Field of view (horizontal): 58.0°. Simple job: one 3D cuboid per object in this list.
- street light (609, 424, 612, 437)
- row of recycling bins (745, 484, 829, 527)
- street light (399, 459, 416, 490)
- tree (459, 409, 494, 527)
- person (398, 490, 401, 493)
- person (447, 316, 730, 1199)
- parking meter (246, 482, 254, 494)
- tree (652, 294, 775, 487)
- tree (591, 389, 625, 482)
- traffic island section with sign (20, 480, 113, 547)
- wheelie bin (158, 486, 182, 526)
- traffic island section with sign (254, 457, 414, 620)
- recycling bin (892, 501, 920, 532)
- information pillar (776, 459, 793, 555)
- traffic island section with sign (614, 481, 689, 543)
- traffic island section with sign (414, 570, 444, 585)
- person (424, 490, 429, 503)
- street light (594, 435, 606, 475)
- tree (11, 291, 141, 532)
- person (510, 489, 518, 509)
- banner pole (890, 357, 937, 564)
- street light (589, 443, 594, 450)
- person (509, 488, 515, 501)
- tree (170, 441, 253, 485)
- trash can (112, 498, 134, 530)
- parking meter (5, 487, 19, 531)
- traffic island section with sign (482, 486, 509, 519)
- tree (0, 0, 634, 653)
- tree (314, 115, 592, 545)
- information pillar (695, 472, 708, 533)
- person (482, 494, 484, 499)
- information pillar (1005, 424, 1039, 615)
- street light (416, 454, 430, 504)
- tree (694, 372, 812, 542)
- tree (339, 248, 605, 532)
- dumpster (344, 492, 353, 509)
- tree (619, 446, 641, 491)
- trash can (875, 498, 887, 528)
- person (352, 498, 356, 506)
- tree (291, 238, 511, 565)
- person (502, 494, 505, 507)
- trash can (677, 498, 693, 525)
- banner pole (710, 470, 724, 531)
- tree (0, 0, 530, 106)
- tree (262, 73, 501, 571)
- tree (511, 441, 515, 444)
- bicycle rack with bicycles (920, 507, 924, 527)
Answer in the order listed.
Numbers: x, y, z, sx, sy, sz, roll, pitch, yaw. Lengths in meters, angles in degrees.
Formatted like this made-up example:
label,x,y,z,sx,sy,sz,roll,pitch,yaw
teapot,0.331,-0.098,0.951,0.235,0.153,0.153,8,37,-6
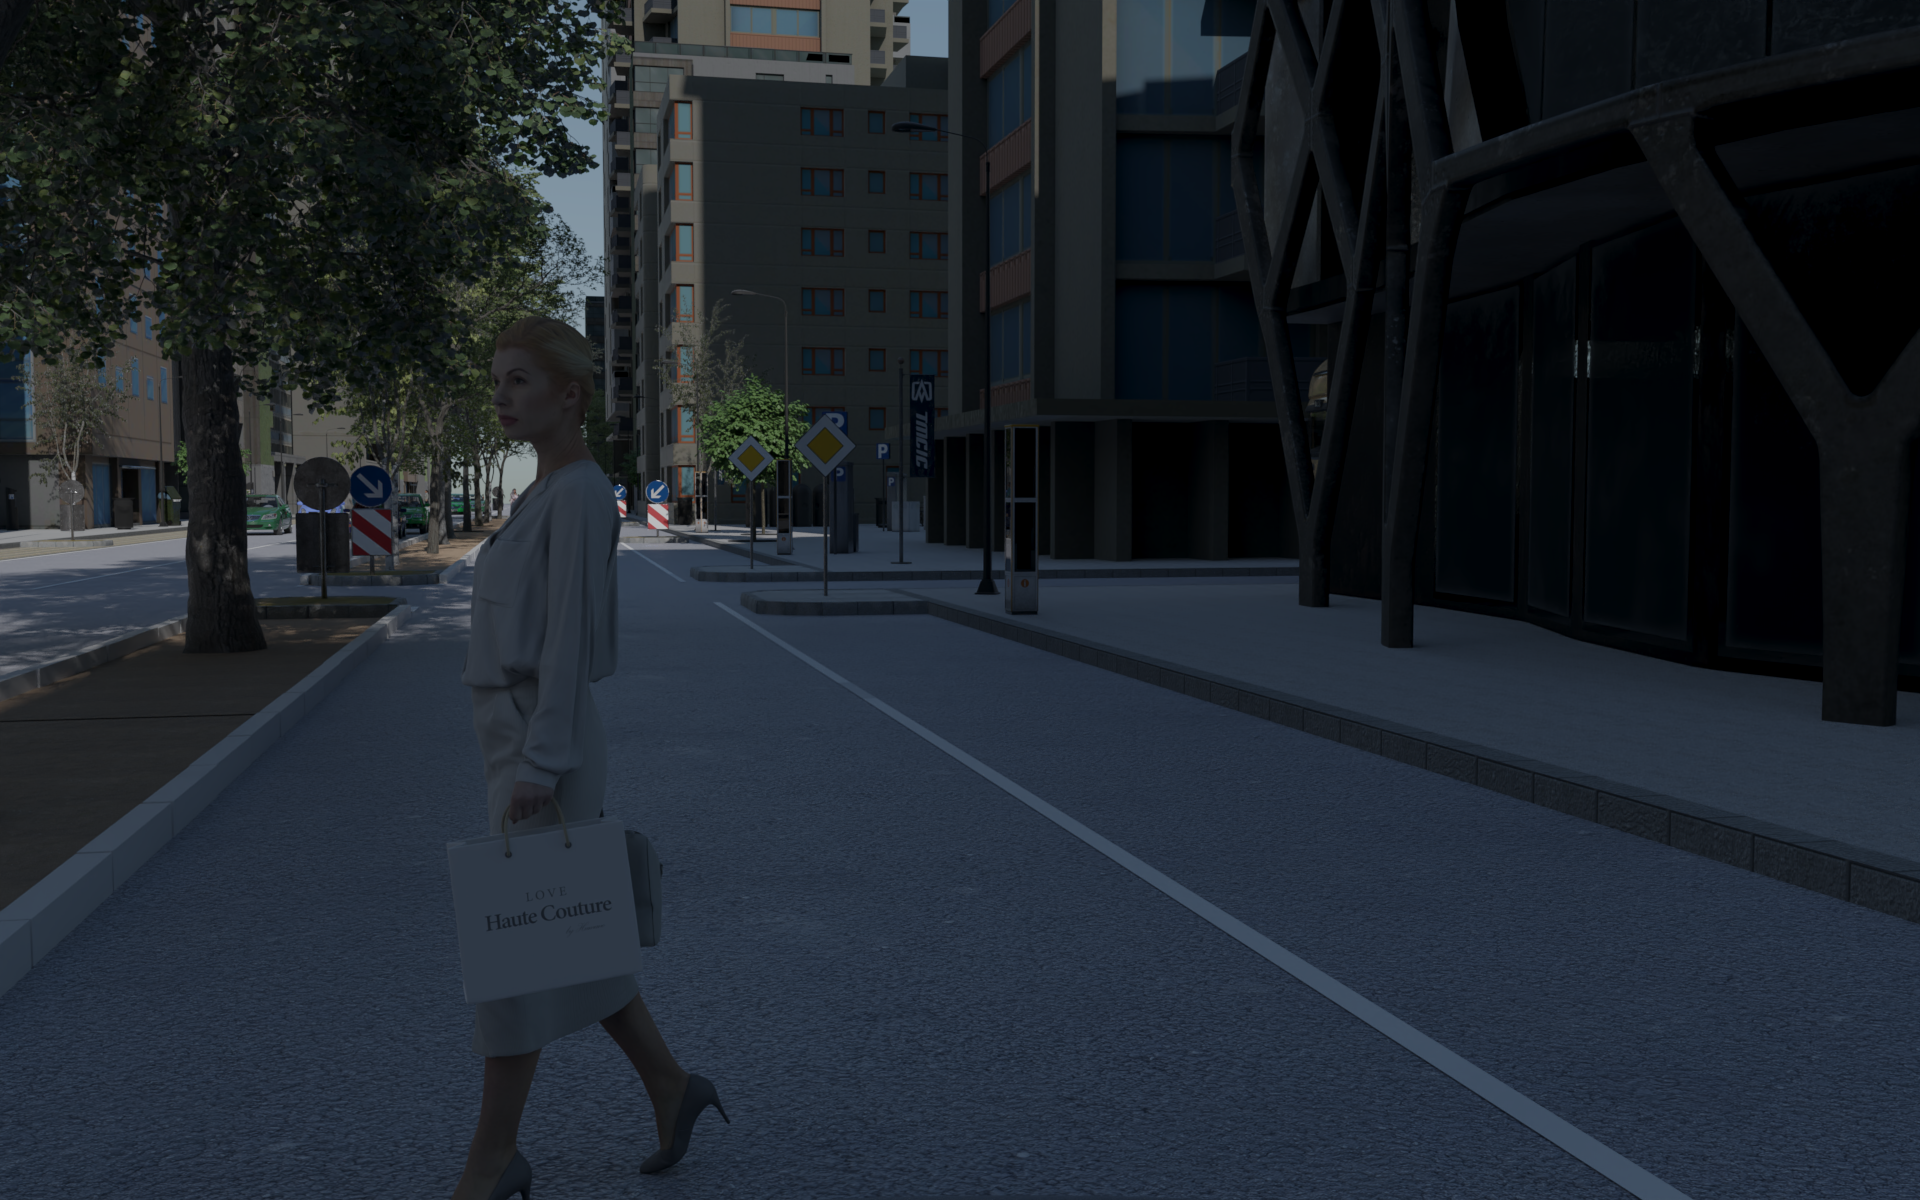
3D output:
label,x,y,z,sx,sy,sz,roll,pitch,yaw
street light,-22.470,-8.686,114.555,1.470,5.913,1.316,-1,4,-13
row of recycling bins,-6.606,-3.705,67.684,3.534,1.692,1.069,-1,4,-20
street light,-57.994,-12.746,180.936,1.470,5.913,1.316,-1,4,-13
tree,-21.411,-9.059,76.320,9.928,11.665,9.643,0,3,0
person,-41.877,-7.361,129.644,1.217,1.735,0.721,3,4,36
person,-0.772,0.331,3.443,0.624,1.780,0.694,-1,4,-10
parking meter,-35.090,-4.886,85.599,0.255,1.863,0.399,0,4,4
tree,-9.381,-6.990,64.644,4.360,8.622,3.978,0,3,0
tree,-38.867,-16.416,186.521,7.486,12.596,7.792,0,3,0
traffic island section with sign,-24.360,-2.369,47.353,1.989,1.847,2.006,-1,4,-13
wheelie bin,-31.770,-3.772,69.586,0.693,1.594,0.980,0,4,8
traffic island section with sign,-7.683,-0.766,20.663,2.006,1.907,1.989,-1,4,-13
recycling bin,-1.841,-2.833,58.867,0.722,1.027,0.722,2,4,29
information pillar,-3.697,-1.958,36.503,0.304,2.012,0.304,0,4,3
traffic island section with sign,-9.136,-2.620,51.458,1.989,1.847,2.006,-1,4,-13
traffic island section with sign,-9.403,-1.207,27.868,2.006,1.907,1.989,-1,4,-13
person,-39.105,-7.181,126.699,0.721,1.735,1.217,-2,4,-26
street light,-27.580,-9.962,135.415,1.470,5.913,1.316,-1,4,-13
tree,-30.326,-6.657,59.197,4.360,8.622,3.978,0,3,0
person,-26.701,-5.787,103.779,0.621,1.740,0.551,1,4,20
banner pole,-0.855,-2.559,31.853,0.863,3.779,0.401,0,4,-8
street light,-32.537,-11.240,156.312,1.470,5.913,1.316,-1,4,-13
person,-31.087,-6.870,120.765,0.705,1.831,1.348,-3,4,-37
tree,-34.259,-5.837,79.152,4.285,4.588,4.351,0,3,0
trash can,-30.114,-3.102,62.368,0.748,1.137,0.748,0,3,0
parking meter,-33.346,-3.211,60.914,0.372,1.533,0.369,0,3,0
traffic island section with sign,-26.959,-5.676,100.935,2.006,1.907,1.989,-1,4,-13
tree,-6.669,-6.493,15.268,9.857,13.997,8.962,0,3,0
tree,-14.450,-7.796,48.042,7.486,12.596,7.792,0,3,0
information pillar,-8.509,-3.214,57.041,0.304,2.012,0.304,3,5,41
person,-51.335,-10.678,186.352,0.557,1.426,1.065,0,4,-4
information pillar,0.657,-0.855,18.463,0.304,2.012,0.304,-1,4,-12
street light,-63.045,-14.062,202.459,1.470,5.913,1.316,-1,4,-13
tree,-5.477,-3.855,46.742,4.285,4.588,4.351,0,3,0
tree,-18.613,-9.302,64.911,12.009,13.543,11.850,0,3,0
dumpster,-40.174,-6.460,113.830,1.865,1.857,1.264,-1,4,-13
tree,-19.092,-7.463,105.737,4.285,4.588,4.351,0,3,0
trash can,-2.895,-3.313,65.824,0.748,1.137,0.748,0,3,0
person,-22.779,-3.490,65.426,0.748,1.841,0.638,-3,5,-44
tree,-11.394,-5.003,34.614,4.737,8.622,4.395,0,3,0
person,-52.529,-11.573,198.534,0.721,1.723,1.217,2,4,26
trash can,-11.364,-3.667,71.602,0.748,1.137,0.748,0,3,0
banner pole,-8.337,-4.265,59.749,0.401,3.779,0.863,-3,4,-37
tree,-4.323,-4.281,6.871,8.767,10.594,7.601,-1,4,-13
tree,-9.956,-4.719,29.979,4.360,8.622,3.978,0,3,0
tree,-24.947,-8.488,91.598,4.737,8.622,4.395,0,3,0
bicycle rack with bicycles,-1.558,-3.427,69.418,2.925,0.926,2.852,-3,4,-38
